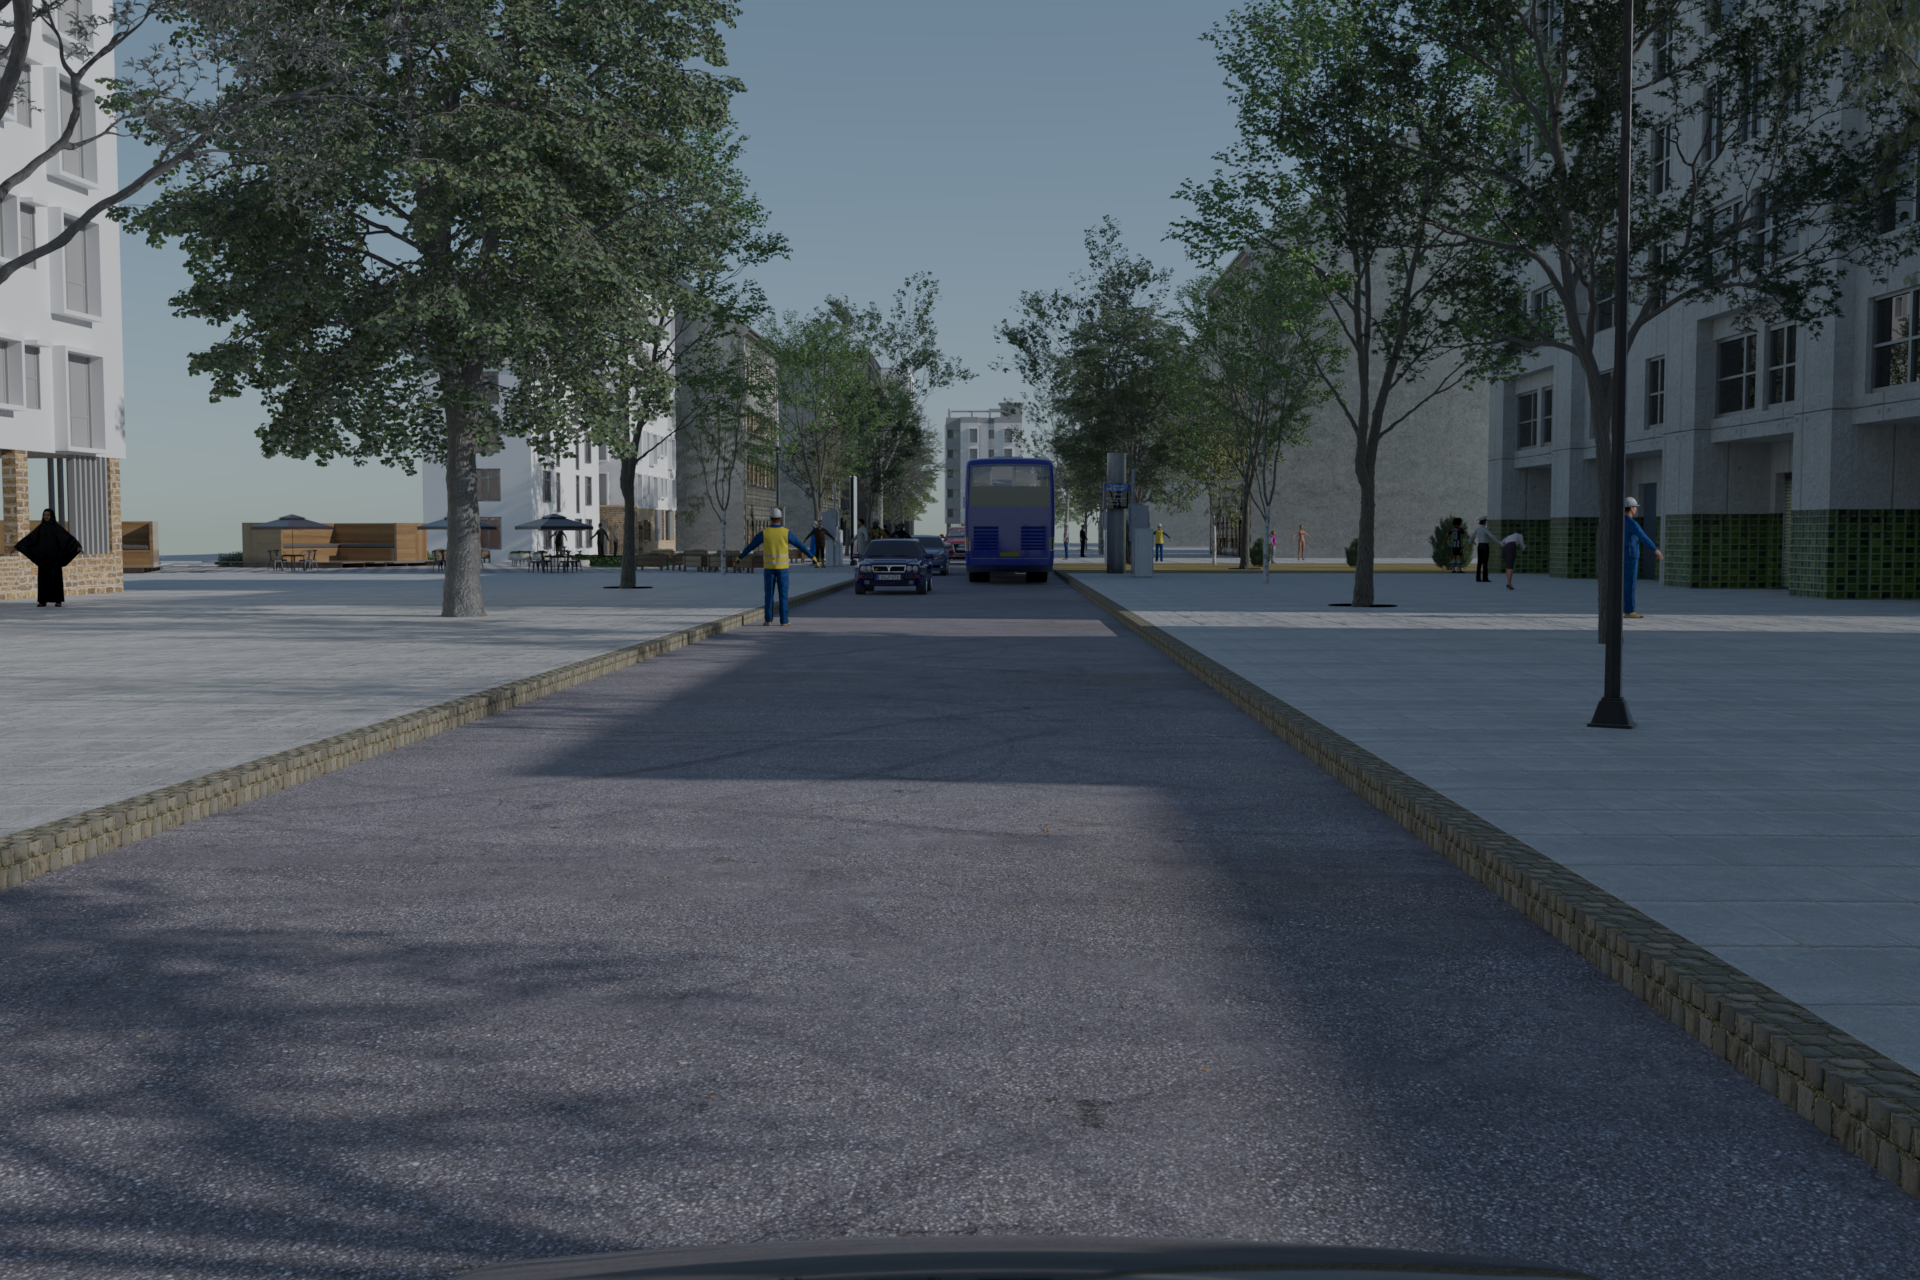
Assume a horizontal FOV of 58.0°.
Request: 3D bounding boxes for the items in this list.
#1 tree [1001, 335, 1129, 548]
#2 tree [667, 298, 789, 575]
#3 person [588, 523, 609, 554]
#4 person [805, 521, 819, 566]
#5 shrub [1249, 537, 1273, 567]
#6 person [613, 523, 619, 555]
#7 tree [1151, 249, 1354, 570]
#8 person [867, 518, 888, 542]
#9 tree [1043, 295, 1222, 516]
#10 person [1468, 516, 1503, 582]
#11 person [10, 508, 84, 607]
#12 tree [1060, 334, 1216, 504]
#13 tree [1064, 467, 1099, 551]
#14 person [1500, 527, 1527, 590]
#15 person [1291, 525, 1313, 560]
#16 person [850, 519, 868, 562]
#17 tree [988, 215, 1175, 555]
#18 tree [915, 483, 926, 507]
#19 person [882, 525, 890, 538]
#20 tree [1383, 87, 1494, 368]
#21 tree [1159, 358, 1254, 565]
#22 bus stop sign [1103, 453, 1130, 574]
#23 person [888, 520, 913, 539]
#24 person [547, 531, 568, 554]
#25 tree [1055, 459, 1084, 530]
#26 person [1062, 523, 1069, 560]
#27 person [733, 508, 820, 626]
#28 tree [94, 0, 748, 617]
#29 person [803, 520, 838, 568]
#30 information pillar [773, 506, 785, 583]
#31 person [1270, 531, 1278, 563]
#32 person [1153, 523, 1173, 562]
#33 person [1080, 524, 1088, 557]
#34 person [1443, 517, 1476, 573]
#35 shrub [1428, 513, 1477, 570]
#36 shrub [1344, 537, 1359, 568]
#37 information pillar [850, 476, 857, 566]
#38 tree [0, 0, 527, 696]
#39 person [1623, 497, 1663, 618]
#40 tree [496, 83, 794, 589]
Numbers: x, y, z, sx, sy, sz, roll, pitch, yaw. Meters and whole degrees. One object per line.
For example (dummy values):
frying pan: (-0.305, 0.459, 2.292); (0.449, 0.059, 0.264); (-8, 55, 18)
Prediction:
tree: (9.724, -18.795, 163.187); (12.611, 20.169, 13.585); (0, 3, 0)
tree: (-7.470, -6.345, 54.099); (4.360, 8.622, 3.978); (0, 3, 0)
person: (-17.076, -4.644, 82.158); (0.704, 1.802, 1.346); (2, 4, 32)
person: (-5.873, -3.890, 69.721); (0.704, 1.817, 1.347); (-2, 4, -35)
shrub: (11.679, -3.437, 67.308); (1.383, 1.207, 1.383); (0, 3, 0)
person: (-16.906, -4.837, 85.212); (0.705, 1.813, 1.348); (-1, 4, -9)
tree: (10.495, -8.365, 62.528); (9.928, 11.665, 9.643); (0, 3, 0)
person: (-3.069, -3.495, 62.911); (1.354, 1.858, 0.705); (2, 4, 25)
tree: (9.129, -11.303, 91.455); (9.857, 13.997, 8.962); (0, 3, 0)
person: (14.049, -2.440, 46.351); (0.721, 1.778, 1.216); (-2, 4, -30)
person: (-16.048, -1.449, 30.473); (1.214, 1.737, 0.721); (0, 4, -7)
tree: (8.423, -8.904, 79.992); (8.767, 10.594, 7.601); (3, 4, 39)
tree: (9.408, -10.889, 128.405); (4.737, 8.622, 4.395); (0, 3, 0)
person: (12.796, -1.880, 39.977); (0.628, 1.438, 0.799); (1, 4, 11)
person: (16.703, -4.758, 84.592); (1.217, 1.733, 0.721); (-1, 4, -18)
person: (-3.417, -3.259, 59.469); (0.705, 1.806, 1.347); (-2, 4, -26)
tree: (7.980, -15.276, 105.656); (12.611, 20.169, 13.585); (0, 3, 0)
tree: (-9.452, -21.062, 254.730); (12.009, 13.543, 11.850); (0, 3, 0)
person: (-4.196, -5.504, 96.183); (0.705, 1.806, 1.347); (3, 4, 38)
tree: (24.821, -13.283, 73.072); (12.611, 20.169, 13.585); (0, 3, 0)
tree: (10.464, -7.420, 71.683); (4.737, 8.622, 4.395); (0, 3, 0)
bus stop sign: (5.081, -4.113, 56.263); (0.837, 3.901, 0.837); (0, 4, 1)
person: (-1.777, -2.661, 51.748); (1.354, 1.856, 0.705); (-1, 4, -14)
person: (-18.743, -4.523, 80.670); (1.216, 1.740, 0.721); (2, 4, 28)
tree: (15.770, -20.476, 252.904); (7.486, 12.596, 7.792); (0, 3, 0)
person: (5.225, -4.884, 85.713); (0.705, 1.847, 1.347); (0, 4, 4)
person: (-2.872, -1.140, 27.061); (1.349, 1.833, 0.705); (0, 4, -4)
tree: (-7.867, -7.337, 26.616); (9.857, 13.997, 8.962); (0, 3, 0)
person: (-5.329, -3.657, 65.924); (1.346, 1.812, 0.704); (-1, 4, -13)
information pillar: (-4.789, -2.530, 45.862); (0.304, 2.012, 0.304); (0, 4, 0)
person: (13.797, -4.079, 75.950); (0.599, 1.433, 0.991); (1, 4, 23)
person: (9.168, -4.478, 79.681); (1.216, 1.772, 0.721); (0, 4, 6)
person: (6.821, -5.500, 95.866); (0.705, 1.837, 1.347); (1, 4, 20)
person: (16.391, -3.110, 56.997); (0.704, 1.843, 1.345); (-2, 4, -34)
shrub: (17.497, -3.495, 61.555); (1.690, 2.028, 1.600); (0, 3, 0)
shrub: (15.058, -3.333, 65.618); (1.383, 1.207, 1.383); (0, 3, 0)
information pillar: (-4.332, -4.840, 70.444); (0.184, 3.620, 1.656); (0, 4, 1)
tree: (-8.108, -6.294, 13.275); (12.009, 13.543, 11.850); (0, 3, 0)
person: (10.226, -1.259, 26.471); (0.705, 1.842, 1.347); (-1, 4, -14)
tree: (-7.713, -7.009, 40.359); (9.928, 11.665, 9.643); (0, 3, 0)
